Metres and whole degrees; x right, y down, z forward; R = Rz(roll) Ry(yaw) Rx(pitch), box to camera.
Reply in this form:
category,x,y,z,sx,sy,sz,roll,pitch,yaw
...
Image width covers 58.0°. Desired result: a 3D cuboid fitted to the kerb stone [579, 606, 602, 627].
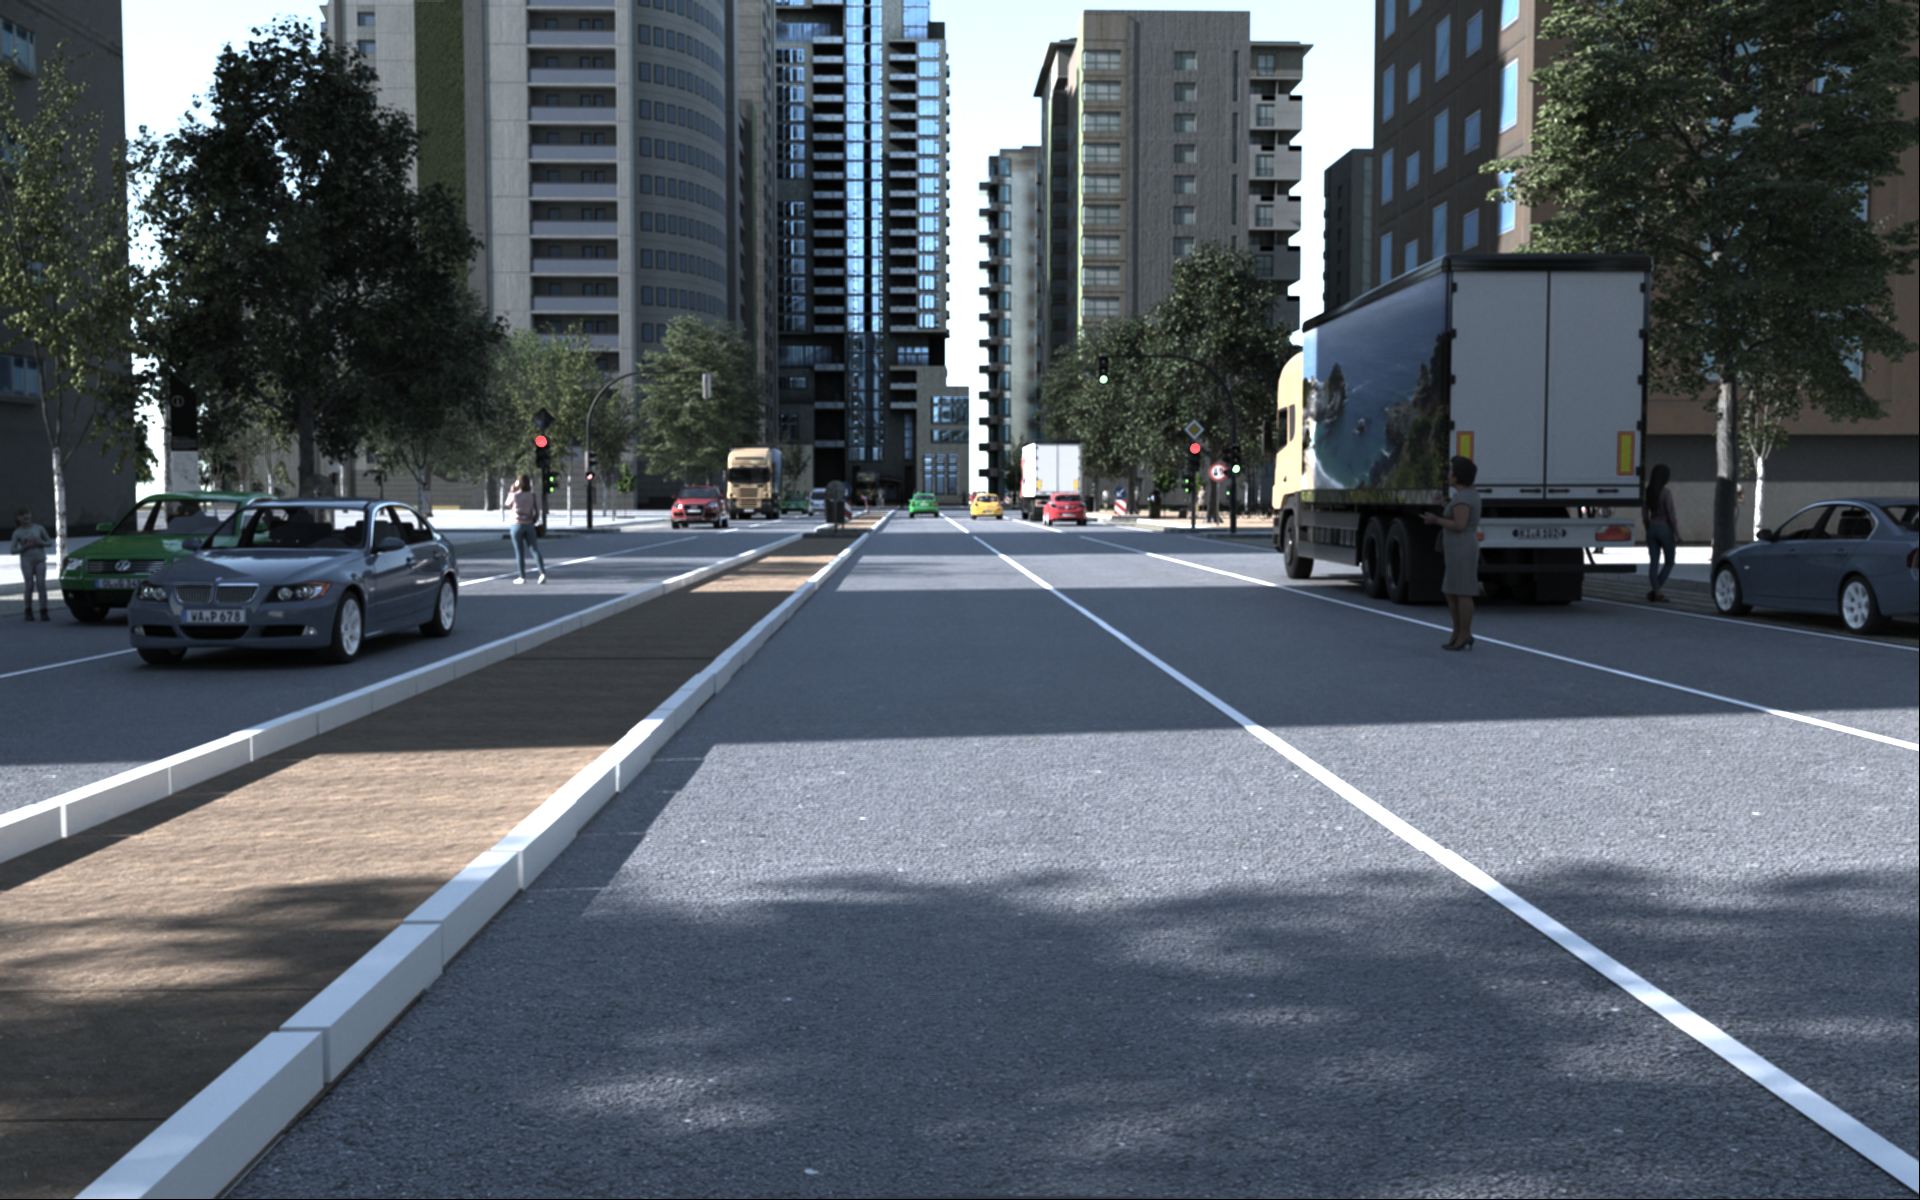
category,x,y,z,sx,sy,sz,roll,pitch,yaw
kerb stone,-4.097,0.199,18.945,0.120,0.150,1.000,0,4,-2

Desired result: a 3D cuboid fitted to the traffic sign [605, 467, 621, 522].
category,x,y,z,sx,sy,sz,roll,pitch,yaw
traffic sign,-16.156,-4.928,80.683,0.768,2.556,0.104,0,4,1

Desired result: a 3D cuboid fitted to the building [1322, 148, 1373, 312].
category,x,y,z,sx,sy,sz,roll,pitch,yaw
building,51.832,-32.054,207.676,14.086,41.232,14.154,0,4,-2

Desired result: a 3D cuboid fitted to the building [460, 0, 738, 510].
category,x,y,z,sx,sy,sz,roll,pitch,yaw
building,-31.321,-37.329,152.324,21.231,58.520,28.212,0,4,-2

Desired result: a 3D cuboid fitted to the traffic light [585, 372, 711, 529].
category,x,y,z,sx,sy,sz,roll,pitch,yaw
traffic light,-11.632,-5.481,64.283,4.771,5.953,1.251,0,4,-2

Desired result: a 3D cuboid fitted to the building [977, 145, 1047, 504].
category,x,y,z,sx,sy,sz,roll,pitch,yaw
building,17.605,-37.801,237.647,30.456,49.044,23.786,0,4,-2

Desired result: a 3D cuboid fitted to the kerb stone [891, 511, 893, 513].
category,x,y,z,sx,sy,sz,roll,pitch,yaw
kerb stone,-4.722,-5.726,115.818,0.120,0.150,1.000,0,4,-2

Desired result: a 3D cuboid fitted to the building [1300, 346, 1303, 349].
category,x,y,z,sx,sy,sz,roll,pitch,yaw
building,47.214,-24.239,241.340,28.899,21.520,27.650,0,4,-2

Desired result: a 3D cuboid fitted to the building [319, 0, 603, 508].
category,x,y,z,sx,sy,sz,roll,pitch,yaw
building,-57.798,-40.301,200.925,28.212,58.520,21.231,0,4,-2

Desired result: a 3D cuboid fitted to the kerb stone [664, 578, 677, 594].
category,x,y,z,sx,sy,sz,roll,pitch,yaw
kerb stone,-4.267,-0.178,25.099,0.120,0.150,1.000,0,4,-2

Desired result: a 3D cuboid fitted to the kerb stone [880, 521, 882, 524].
category,x,y,z,sx,sy,sz,roll,pitch,yaw
kerb stone,-3.604,-3.284,75.887,0.120,0.150,1.000,0,4,-2

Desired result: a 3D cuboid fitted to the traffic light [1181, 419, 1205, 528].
category,x,y,z,sx,sy,sz,roll,pitch,yaw
traffic light,8.731,-4.643,64.834,0.839,4.253,0.868,0,4,-2

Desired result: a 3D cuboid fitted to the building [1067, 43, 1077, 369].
category,x,y,z,sx,sy,sz,roll,pitch,yaw
building,17.723,-31.481,164.823,14.600,45.320,14.200,0,4,-2

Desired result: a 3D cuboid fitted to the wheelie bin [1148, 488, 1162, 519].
category,x,y,z,sx,sy,sz,roll,pitch,yaw
wheelie bin,10.043,-4.975,89.253,0.693,1.594,0.980,0,4,-2

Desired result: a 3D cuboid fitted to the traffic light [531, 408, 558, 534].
category,x,y,z,sx,sy,sz,roll,pitch,yaw
traffic light,-13.496,-4.115,56.207,0.839,4.253,0.868,0,4,-2

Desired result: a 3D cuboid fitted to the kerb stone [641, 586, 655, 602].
category,x,y,z,sx,sy,sz,roll,pitch,yaw
kerb stone,-4.222,-0.052,23.043,0.120,0.150,1.000,0,4,-2

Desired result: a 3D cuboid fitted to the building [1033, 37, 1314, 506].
category,x,y,z,sx,sy,sz,roll,pitch,yaw
building,23.627,-37.336,199.677,28.713,52.752,27.495,0,4,-2

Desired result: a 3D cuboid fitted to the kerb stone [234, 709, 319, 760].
category,x,y,z,sx,sy,sz,roll,pitch,yaw
kerb stone,-3.843,0.763,9.718,0.120,0.150,1.000,0,4,-2

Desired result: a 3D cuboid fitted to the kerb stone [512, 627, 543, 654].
category,x,y,z,sx,sy,sz,roll,pitch,yaw
kerb stone,-4.006,0.387,15.862,0.120,0.150,1.000,0,4,-2

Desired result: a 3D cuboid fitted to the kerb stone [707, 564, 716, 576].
category,x,y,z,sx,sy,sz,roll,pitch,yaw
kerb stone,-4.422,-0.489,30.242,0.120,0.150,1.000,0,4,-2

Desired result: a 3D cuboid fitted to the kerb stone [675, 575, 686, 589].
category,x,y,z,sx,sy,sz,roll,pitch,yaw
kerb stone,-4.304,-0.240,26.120,0.120,0.150,1.000,0,4,-2

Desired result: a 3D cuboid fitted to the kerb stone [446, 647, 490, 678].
category,x,y,z,sx,sy,sz,roll,pitch,yaw
kerb stone,-3.957,0.513,13.818,0.120,0.150,1.000,0,4,-2

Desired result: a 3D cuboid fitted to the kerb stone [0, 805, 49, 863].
category,x,y,z,sx,sy,sz,roll,pitch,yaw
kerb stone,-3.756,0.951,6.648,0.120,0.150,1.000,0,4,-2

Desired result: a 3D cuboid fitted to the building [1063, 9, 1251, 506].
category,x,y,z,sx,sy,sz,roll,pitch,yaw
building,16.953,-28.561,150.564,14.154,41.232,14.086,0,4,-2

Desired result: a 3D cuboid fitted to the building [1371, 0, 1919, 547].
category,x,y,z,sx,sy,sz,roll,pitch,yaw
building,20.118,-24.281,47.107,14.600,45.320,14.200,0,4,-2

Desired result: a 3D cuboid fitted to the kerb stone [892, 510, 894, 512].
category,x,y,z,sx,sy,sz,roll,pitch,yaw
kerb stone,-4.906,-6.102,121.962,0.120,0.150,1.000,0,4,-2

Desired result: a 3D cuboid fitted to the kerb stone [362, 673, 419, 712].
category,x,y,z,sx,sy,sz,roll,pitch,yaw
kerb stone,-3.897,0.638,11.764,0.120,0.150,1.000,0,4,-2

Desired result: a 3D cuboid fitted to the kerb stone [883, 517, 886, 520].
category,x,y,z,sx,sy,sz,roll,pitch,yaw
kerb stone,-3.895,-3.906,86.125,0.120,0.150,1.000,0,4,-2

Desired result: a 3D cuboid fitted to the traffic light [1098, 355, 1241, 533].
category,x,y,z,sx,sy,sz,roll,pitch,yaw
traffic light,6.867,-5.014,56.652,4.771,5.953,1.251,0,4,-2

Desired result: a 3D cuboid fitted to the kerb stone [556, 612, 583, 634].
category,x,y,z,sx,sy,sz,roll,pitch,yaw
kerb stone,-4.080,0.264,17.917,0.120,0.150,1.000,0,4,-2

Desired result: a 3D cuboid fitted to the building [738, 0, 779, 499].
category,x,y,z,sx,sy,sz,roll,pitch,yaw
building,-32.154,-46.643,200.861,20.611,71.187,20.563,0,4,-2

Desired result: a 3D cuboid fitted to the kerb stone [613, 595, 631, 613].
category,x,y,z,sx,sy,sz,roll,pitch,yaw
kerb stone,-4.158,0.074,20.992,0.120,0.150,1.000,0,4,-2

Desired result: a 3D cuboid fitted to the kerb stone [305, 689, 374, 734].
category,x,y,z,sx,sy,sz,roll,pitch,yaw
kerb stone,-3.866,0.701,10.742,0.120,0.150,1.000,0,4,-2

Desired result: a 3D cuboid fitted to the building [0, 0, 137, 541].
category,x,y,z,sx,sy,sz,roll,pitch,yaw
building,-36.412,-25.633,42.795,21.600,48.544,21.300,0,4,-2

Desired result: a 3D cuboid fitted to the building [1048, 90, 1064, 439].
category,x,y,z,sx,sy,sz,roll,pitch,yaw
building,15.976,-30.303,179.055,14.154,41.232,14.086,0,4,-2

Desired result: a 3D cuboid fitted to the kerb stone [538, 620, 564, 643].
category,x,y,z,sx,sy,sz,roll,pitch,yaw
kerb stone,-4.050,0.331,16.884,0.120,0.150,1.000,0,4,-2

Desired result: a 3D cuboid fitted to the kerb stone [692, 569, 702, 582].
category,x,y,z,sx,sy,sz,roll,pitch,yaw
kerb stone,-4.356,-0.365,28.164,0.120,0.150,1.000,0,4,-2

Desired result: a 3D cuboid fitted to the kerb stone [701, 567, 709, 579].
category,x,y,z,sx,sy,sz,roll,pitch,yaw
kerb stone,-4.393,-0.428,29.198,0.120,0.150,1.000,0,4,-2

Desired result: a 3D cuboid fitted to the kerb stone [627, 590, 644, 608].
category,x,y,z,sx,sy,sz,roll,pitch,yaw
kerb stone,-4.186,0.011,22.022,0.120,0.150,1.000,0,4,-2

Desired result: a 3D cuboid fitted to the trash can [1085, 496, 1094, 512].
category,x,y,z,sx,sy,sz,roll,pitch,yaw
trash can,9.151,-6.775,122.424,0.748,1.137,0.748,0,3,0

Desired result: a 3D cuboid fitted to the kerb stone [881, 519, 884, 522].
category,x,y,z,sx,sy,sz,roll,pitch,yaw
kerb stone,-3.716,-3.534,79.978,0.120,0.150,1.000,0,4,-2

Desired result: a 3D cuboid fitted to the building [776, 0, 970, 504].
category,x,y,z,sx,sy,sz,roll,pitch,yaw
building,-14.479,-56.408,234.936,31.000,86.520,22.319,0,4,-2

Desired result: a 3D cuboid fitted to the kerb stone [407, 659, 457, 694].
category,x,y,z,sx,sy,sz,roll,pitch,yaw
kerb stone,-3.926,0.576,12.787,0.120,0.150,1.000,0,4,-2

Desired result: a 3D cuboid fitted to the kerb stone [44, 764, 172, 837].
category,x,y,z,sx,sy,sz,roll,pitch,yaw
kerb stone,-3.777,0.889,7.672,0.120,0.150,1.000,0,4,-2

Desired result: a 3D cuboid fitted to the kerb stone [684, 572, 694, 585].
category,x,y,z,sx,sy,sz,roll,pitch,yaw
kerb stone,-4.328,-0.298,27.142,0.120,0.150,1.000,0,4,-2

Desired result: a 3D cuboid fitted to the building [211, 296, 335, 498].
category,x,y,z,sx,sy,sz,roll,pitch,yaw
building,-79.038,-26.460,204.320,14.107,30.474,14.160,0,4,-2

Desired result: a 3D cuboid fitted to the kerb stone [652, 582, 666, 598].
category,x,y,z,sx,sy,sz,roll,pitch,yaw
kerb stone,-4.252,-0.114,24.067,0.120,0.150,1.000,0,4,-2

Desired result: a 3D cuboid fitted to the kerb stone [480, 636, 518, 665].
category,x,y,z,sx,sy,sz,roll,pitch,yaw
kerb stone,-3.987,0.450,14.840,0.120,0.150,1.000,0,4,-2

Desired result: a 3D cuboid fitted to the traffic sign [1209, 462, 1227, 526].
category,x,y,z,sx,sy,sz,roll,pitch,yaw
traffic sign,10.393,-4.258,69.720,0.768,2.556,0.104,0,4,4

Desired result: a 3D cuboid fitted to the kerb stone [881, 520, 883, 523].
category,x,y,z,sx,sy,sz,roll,pitch,yaw
kerb stone,-3.669,-3.408,77.931,0.120,0.150,1.000,0,4,-2

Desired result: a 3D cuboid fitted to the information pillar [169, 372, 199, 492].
category,x,y,z,sx,sy,sz,roll,pitch,yaw
information pillar,-14.903,-2.564,33.278,0.504,3.616,0.183,-1,4,-21

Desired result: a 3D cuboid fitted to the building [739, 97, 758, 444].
category,x,y,z,sx,sy,sz,roll,pitch,yaw
building,-27.986,-29.998,174.063,14.154,41.232,14.086,0,4,-2

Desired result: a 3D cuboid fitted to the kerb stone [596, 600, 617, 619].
category,x,y,z,sx,sy,sz,roll,pitch,yaw
kerb stone,-4.132,0.136,19.967,0.120,0.150,1.000,0,4,-2

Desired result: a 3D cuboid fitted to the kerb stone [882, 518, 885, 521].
category,x,y,z,sx,sy,sz,roll,pitch,yaw
kerb stone,-3.802,-3.721,83.051,0.120,0.150,1.000,0,4,-2

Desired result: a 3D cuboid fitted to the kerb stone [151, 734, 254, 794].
category,x,y,z,sx,sy,sz,roll,pitch,yaw
kerb stone,-3.812,0.829,8.695,0.120,0.150,1.000,0,4,-2
